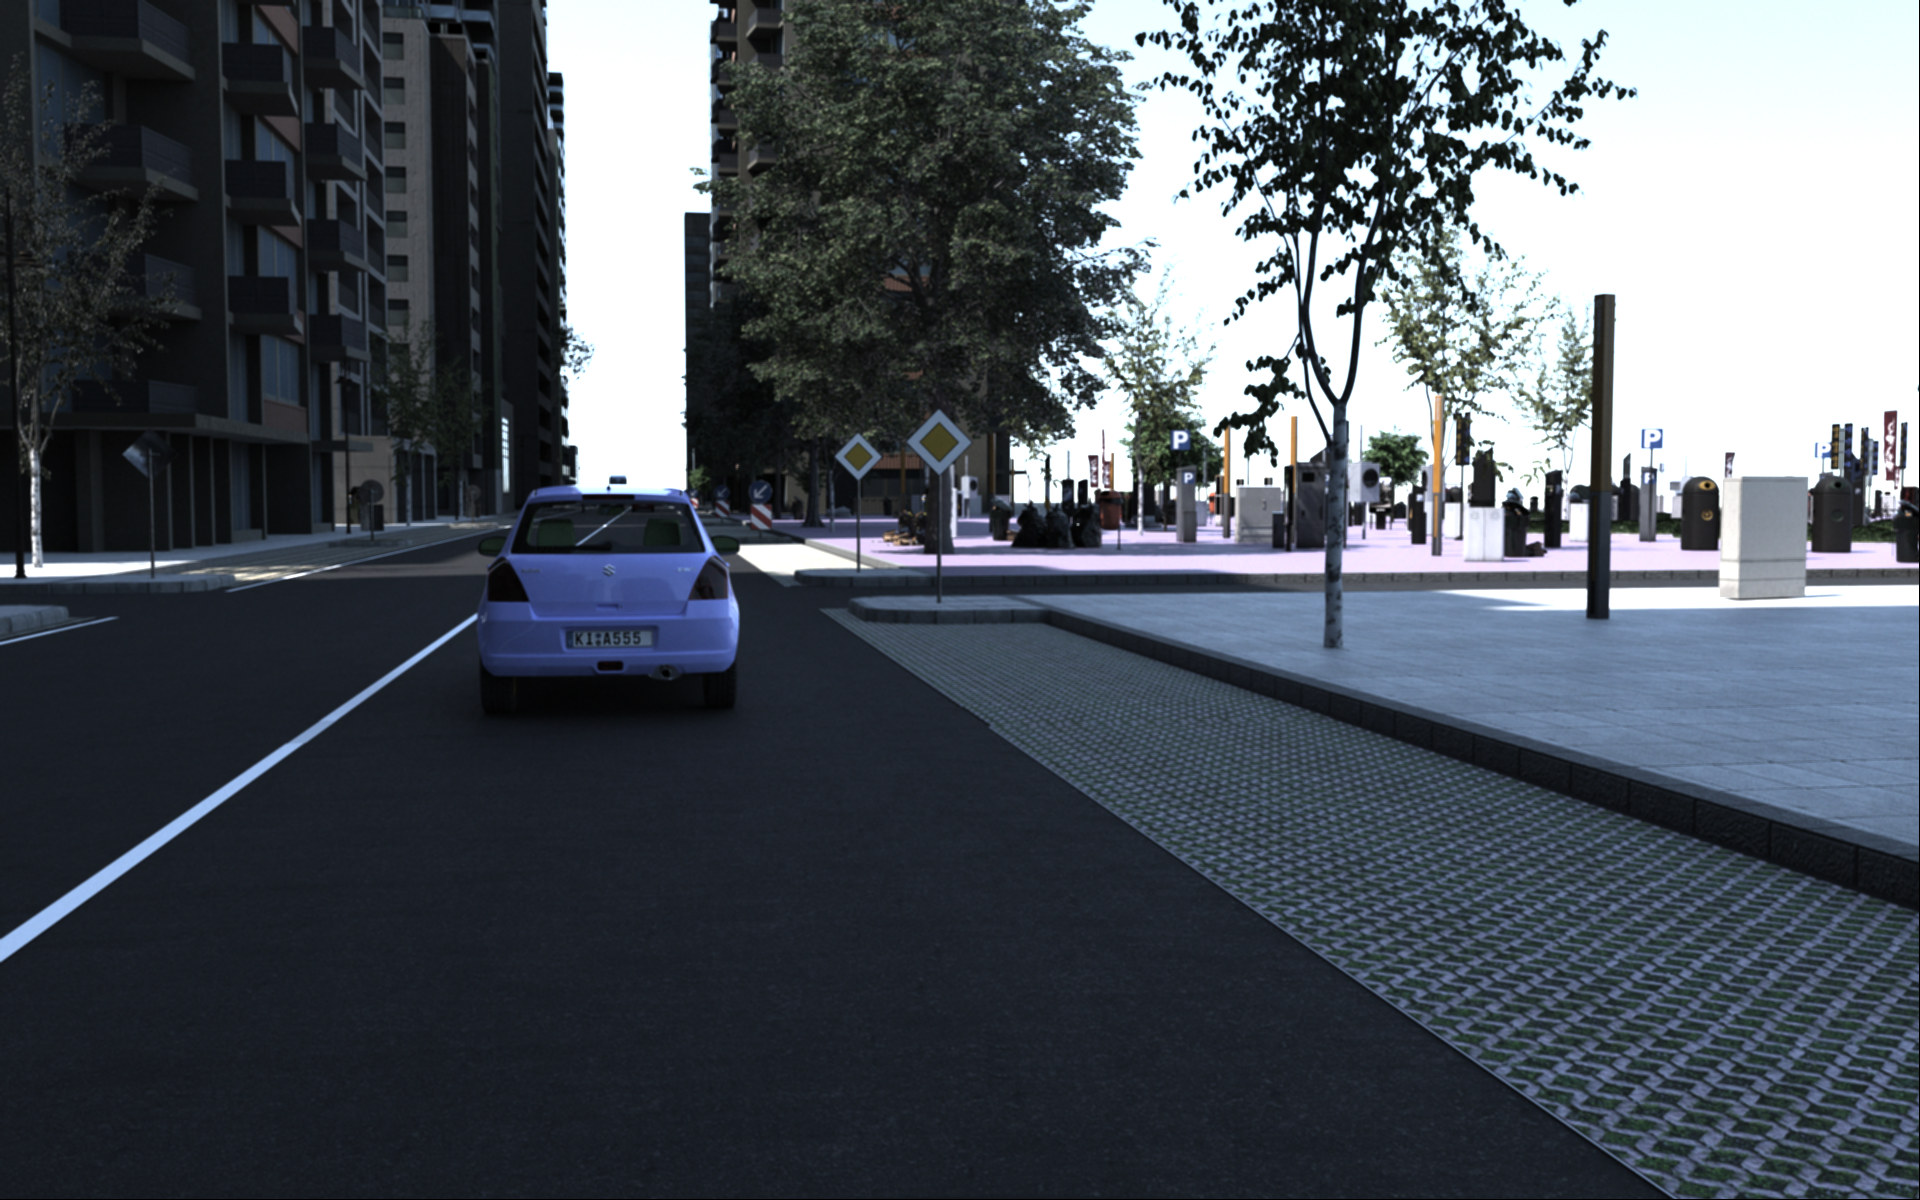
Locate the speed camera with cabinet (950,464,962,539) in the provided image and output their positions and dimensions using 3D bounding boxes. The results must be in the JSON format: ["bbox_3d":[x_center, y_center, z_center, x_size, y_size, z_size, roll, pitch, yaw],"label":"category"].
[{"bbox_3d":[-0.403,-3.422,50.287,0.660,3.252,2.038,0,4,-3],"label":"speed camera with cabinet"}]

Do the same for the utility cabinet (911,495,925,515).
[{"bbox_3d":[-2.306,-5.413,99.664,1.020,1.237,0.306,2,4,28],"label":"utility cabinet"}]

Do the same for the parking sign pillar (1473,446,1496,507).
[{"bbox_3d":[29.766,-6.718,98.312,1.447,3.967,1.447,-2,4,-34],"label":"parking sign pillar"}]

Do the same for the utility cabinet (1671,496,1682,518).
[{"bbox_3d":[28.428,-3.467,67.854,1.020,1.237,0.306,1,4,15],"label":"utility cabinet"}]

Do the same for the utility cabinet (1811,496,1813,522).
[{"bbox_3d":[27.376,-2.704,55.379,0.306,1.237,1.020,2,4,25],"label":"utility cabinet"}]

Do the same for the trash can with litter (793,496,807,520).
[{"bbox_3d":[-7.660,-4.488,84.766,1.055,1.170,0.624,1,4,10],"label":"trash can with litter"}]

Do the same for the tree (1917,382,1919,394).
[{"bbox_3d":[5.055,-3.414,6.180,4.737,8.622,4.395,0,3,0],"label":"tree"}]

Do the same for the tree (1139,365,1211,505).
[{"bbox_3d":[11.679,-8.987,97.305,4.360,8.622,3.978,0,3,0],"label":"tree"}]

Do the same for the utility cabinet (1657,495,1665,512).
[{"bbox_3d":[39.407,-5.262,97.191,1.020,1.237,0.306,1,4,9],"label":"utility cabinet"}]

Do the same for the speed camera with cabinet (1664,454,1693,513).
[{"bbox_3d":[35.636,-5.579,85.556,2.038,3.252,0.660,-3,4,-37],"label":"speed camera with cabinet"}]

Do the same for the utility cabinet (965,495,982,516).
[{"bbox_3d":[0.794,-5.660,103.708,1.020,1.237,0.306,-2,4,-32],"label":"utility cabinet"}]

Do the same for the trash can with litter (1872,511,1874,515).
[{"bbox_3d":[55.481,-5.685,104.340,1.055,1.170,0.624,-2,4,-29],"label":"trash can with litter"}]

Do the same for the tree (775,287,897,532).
[{"bbox_3d":[-4.243,-6.580,57.943,4.360,8.622,3.978,0,3,0],"label":"tree"}]

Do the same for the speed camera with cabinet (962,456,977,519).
[{"bbox_3d":[0.047,-5.756,88.443,0.660,3.252,2.038,3,5,40],"label":"speed camera with cabinet"}]

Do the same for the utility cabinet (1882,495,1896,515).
[{"bbox_3d":[53.940,-5.492,100.951,0.306,1.237,1.020,-3,5,-43],"label":"utility cabinet"}]

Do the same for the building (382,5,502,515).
[{"bbox_3d":[-36.086,-20.452,106.099,14.160,30.474,14.107,-1,4,-10],"label":"building"}]

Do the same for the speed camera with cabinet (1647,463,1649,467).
[{"bbox_3d":[43.461,-7.158,111.362,2.038,3.252,0.660,3,5,44],"label":"speed camera with cabinet"}]

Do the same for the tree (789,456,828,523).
[{"bbox_3d":[-6.600,-5.063,77.383,1.663,3.219,1.824,0,3,0],"label":"tree"}]

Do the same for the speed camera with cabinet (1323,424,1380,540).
[{"bbox_3d":[10.793,-3.319,48.609,2.038,3.252,0.660,-2,4,-24],"label":"speed camera with cabinet"}]

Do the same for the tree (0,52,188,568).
[{"bbox_3d":[-15.878,-4.872,30.016,4.360,8.622,3.978,0,3,0],"label":"tree"}]

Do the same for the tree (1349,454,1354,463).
[{"bbox_3d":[18.505,-5.384,82.636,1.663,3.219,1.824,0,3,0],"label":"tree"}]

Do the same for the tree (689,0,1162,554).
[{"bbox_3d":[-0.563,-7.971,36.974,9.857,13.997,8.962,0,3,0],"label":"tree"}]

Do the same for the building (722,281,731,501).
[{"bbox_3d":[-13.685,-23.199,150.997,14.160,30.474,14.107,-1,4,-10],"label":"building"}]

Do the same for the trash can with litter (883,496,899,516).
[{"bbox_3d":[-3.997,-5.526,101.734,1.055,1.170,0.624,-1,4,-9],"label":"trash can with litter"}]

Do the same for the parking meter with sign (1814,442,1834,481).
[{"bbox_3d":[28.515,-3.723,57.133,0.543,3.016,1.738,1,4,23],"label":"parking meter with sign"}]

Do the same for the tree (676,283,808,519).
[{"bbox_3d":[-9.164,-10.848,87.742,12.009,13.543,11.850,0,3,0],"label":"tree"}]

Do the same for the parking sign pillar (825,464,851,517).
[{"bbox_3d":[-6.788,-6.603,96.439,1.447,3.967,1.447,-1,4,-17],"label":"parking sign pillar"}]

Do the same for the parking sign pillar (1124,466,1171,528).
[{"bbox_3d":[7.028,-4.757,66.242,1.447,3.967,1.447,-1,4,-16],"label":"parking sign pillar"}]

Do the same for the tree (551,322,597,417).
[{"bbox_3d":[-43.445,-19.455,173.983,12.611,20.169,13.585,0,3,0],"label":"tree"}]

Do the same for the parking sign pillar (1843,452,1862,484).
[{"bbox_3d":[48.464,-6.453,93.985,1.447,3.967,1.447,-2,4,-34],"label":"parking sign pillar"}]

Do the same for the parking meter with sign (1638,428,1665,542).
[{"bbox_3d":[18.611,-3.088,46.756,0.543,3.016,1.738,1,4,19],"label":"parking meter with sign"}]

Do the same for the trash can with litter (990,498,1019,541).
[{"bbox_3d":[1.328,-2.200,47.350,1.055,1.170,0.624,3,5,43],"label":"trash can with litter"}]

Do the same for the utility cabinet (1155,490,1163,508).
[{"bbox_3d":[9.785,-4.877,88.423,1.173,1.500,0.318,3,5,44],"label":"utility cabinet"}]

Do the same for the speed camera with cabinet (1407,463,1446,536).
[{"bbox_3d":[14.285,-3.593,53.076,0.660,3.252,2.038,0,4,-2],"label":"speed camera with cabinet"}]

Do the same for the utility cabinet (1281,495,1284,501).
[{"bbox_3d":[18.081,-5.323,98.184,1.020,1.237,0.306,2,4,26],"label":"utility cabinet"}]

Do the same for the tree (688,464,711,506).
[{"bbox_3d":[-27.991,-12.553,188.947,4.285,4.588,4.351,0,3,0],"label":"tree"}]

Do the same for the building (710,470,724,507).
[{"bbox_3d":[-13.704,-44.604,167.519,20.563,71.187,20.611,-1,4,-10],"label":"building"}]

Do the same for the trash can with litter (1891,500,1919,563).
[{"bbox_3d":[18.002,-1.280,32.317,1.055,1.170,0.624,1,4,19],"label":"trash can with litter"}]

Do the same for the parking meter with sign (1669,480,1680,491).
[{"bbox_3d":[39.429,-6.058,95.301,1.738,3.016,0.543,3,5,45],"label":"parking meter with sign"}]

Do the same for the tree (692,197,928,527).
[{"bbox_3d":[-5.597,-9.176,67.039,9.611,12.733,9.660,0,3,0],"label":"tree"}]

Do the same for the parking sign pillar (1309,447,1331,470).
[{"bbox_3d":[18.496,-6.108,88.336,1.447,3.967,1.447,2,4,30],"label":"parking sign pillar"}]

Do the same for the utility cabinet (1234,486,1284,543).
[{"bbox_3d":[7.759,-2.227,45.083,1.173,1.500,0.318,-1,4,-14],"label":"utility cabinet"}]

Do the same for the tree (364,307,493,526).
[{"bbox_3d":[-21.936,-7.270,69.227,4.737,8.622,4.395,0,3,0],"label":"tree"}]

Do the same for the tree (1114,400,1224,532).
[{"bbox_3d":[6.917,-4.596,58.865,4.285,4.588,4.351,0,3,0],"label":"tree"}]

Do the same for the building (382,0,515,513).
[{"bbox_3d":[-44.269,-49.768,126.379,22.319,86.520,31.000,-1,4,-10],"label":"building"}]

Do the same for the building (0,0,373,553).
[{"bbox_3d":[-29.398,-24.066,48.100,22.147,44.769,28.867,-1,4,-10],"label":"building"}]

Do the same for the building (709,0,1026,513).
[{"bbox_3d":[-7.299,-29.070,129.913,22.147,44.769,28.867,-1,4,-10],"label":"building"}]

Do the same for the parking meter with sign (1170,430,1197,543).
[{"bbox_3d":[6.034,-3.065,46.371,0.543,3.016,1.738,0,4,-3],"label":"parking meter with sign"}]

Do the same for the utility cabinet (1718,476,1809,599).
[{"bbox_3d":[9.813,-0.764,21.162,1.173,1.500,0.318,-2,4,-26],"label":"utility cabinet"}]

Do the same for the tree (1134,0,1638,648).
[{"bbox_3d":[3.296,-3.919,14.432,4.737,8.622,4.395,0,3,0],"label":"tree"}]

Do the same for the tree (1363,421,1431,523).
[{"bbox_3d":[19.569,-5.776,78.145,4.285,4.588,4.351,0,3,0],"label":"tree"}]

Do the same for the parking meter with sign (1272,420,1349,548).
[{"bbox_3d":[8.297,-2.739,41.051,1.738,3.016,0.543,0,4,7],"label":"parking meter with sign"}]

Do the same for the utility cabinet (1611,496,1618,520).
[{"bbox_3d":[24.546,-3.299,65.098,0.306,1.237,1.020,1,4,22],"label":"utility cabinet"}]

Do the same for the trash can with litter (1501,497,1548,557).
[{"bbox_3d":[11.447,-1.465,35.335,1.055,1.170,0.624,-2,4,-30],"label":"trash can with litter"}]

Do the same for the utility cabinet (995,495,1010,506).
[{"bbox_3d":[2.057,-4.678,87.648,1.020,1.237,0.306,-3,5,-43],"label":"utility cabinet"}]

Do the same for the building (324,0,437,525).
[{"bbox_3d":[-35.742,-39.211,79.358,20.563,71.187,20.611,-1,4,-10],"label":"building"}]

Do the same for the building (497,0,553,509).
[{"bbox_3d":[-47.917,-32.407,153.554,21.300,48.544,21.600,-1,4,-10],"label":"building"}]
